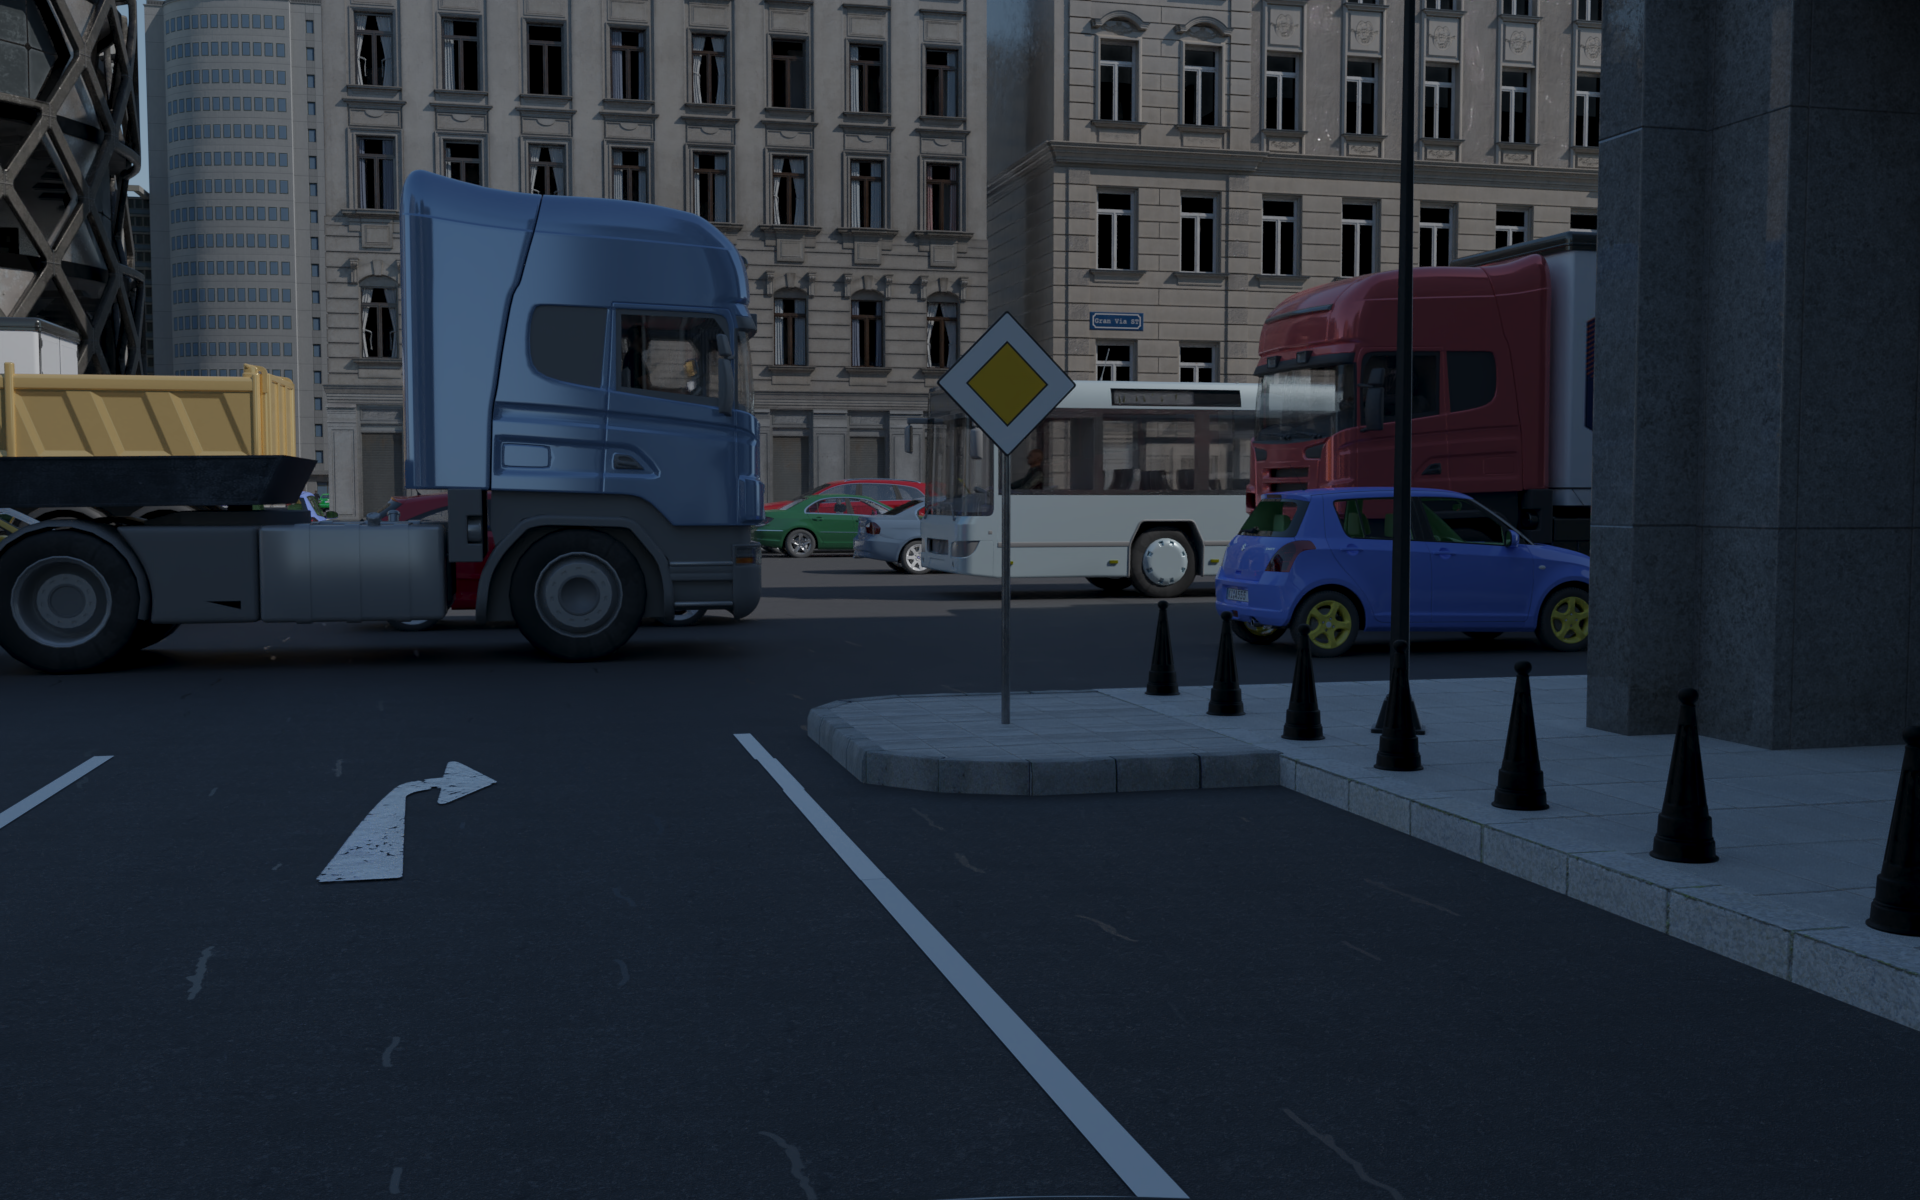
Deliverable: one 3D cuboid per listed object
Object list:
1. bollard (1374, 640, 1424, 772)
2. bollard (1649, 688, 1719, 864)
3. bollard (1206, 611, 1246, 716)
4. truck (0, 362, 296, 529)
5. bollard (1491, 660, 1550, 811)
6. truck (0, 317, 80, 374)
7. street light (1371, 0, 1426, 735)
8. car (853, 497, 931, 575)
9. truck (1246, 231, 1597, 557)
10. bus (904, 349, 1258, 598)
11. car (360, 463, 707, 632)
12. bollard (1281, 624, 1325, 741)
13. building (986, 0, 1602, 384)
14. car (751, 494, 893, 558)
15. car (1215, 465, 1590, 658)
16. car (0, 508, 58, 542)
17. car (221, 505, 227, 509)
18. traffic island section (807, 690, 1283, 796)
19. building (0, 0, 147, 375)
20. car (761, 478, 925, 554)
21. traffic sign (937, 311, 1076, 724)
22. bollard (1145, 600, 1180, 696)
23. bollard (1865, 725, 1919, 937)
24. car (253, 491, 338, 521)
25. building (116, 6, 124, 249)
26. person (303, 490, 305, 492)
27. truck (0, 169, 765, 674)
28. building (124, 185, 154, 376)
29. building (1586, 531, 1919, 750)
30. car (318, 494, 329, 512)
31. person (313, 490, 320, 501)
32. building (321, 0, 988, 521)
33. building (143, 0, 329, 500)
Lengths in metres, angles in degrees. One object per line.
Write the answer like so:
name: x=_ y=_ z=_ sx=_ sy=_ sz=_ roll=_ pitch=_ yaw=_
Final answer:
bollard: x=2.054 y=0.486 z=8.095 sx=0.229 sy=0.601 sz=0.229 roll=0 pitch=3 yaw=0
bollard: x=2.558 y=0.608 z=6.100 sx=0.229 sy=0.601 sz=0.229 roll=0 pitch=3 yaw=0
bollard: x=1.552 y=0.364 z=10.089 sx=0.229 sy=0.601 sz=0.229 roll=0 pitch=3 yaw=0
truck: x=-14.175 y=-1.658 z=23.035 sx=9.791 sy=3.379 sz=3.469 roll=-1 pitch=4 yaw=-13
bollard: x=2.302 y=0.547 z=7.099 sx=0.229 sy=0.601 sz=0.229 roll=0 pitch=3 yaw=0
truck: x=-20.313 y=-2.354 z=27.409 sx=11.283 sy=4.237 sz=2.839 roll=-1 pitch=4 yaw=-14
street light: x=1.848 y=-2.234 z=9.073 sx=1.470 sy=5.913 sz=1.316 roll=-1 pitch=4 yaw=-14
car: x=0.297 y=-1.215 z=31.870 sx=4.499 sy=1.417 sz=2.014 roll=-1 pitch=4 yaw=-13
truck: x=8.335 y=-1.916 z=20.238 sx=11.283 sy=4.237 sz=2.839 roll=-1 pitch=4 yaw=-15
bus: x=5.265 y=-1.873 z=25.490 sx=13.247 sy=3.499 sz=2.948 roll=-1 pitch=4 yaw=-14
car: x=-4.496 y=-0.620 z=19.171 sx=4.494 sy=1.783 sz=2.155 roll=-1 pitch=4 yaw=-13
bollard: x=1.805 y=0.425 z=9.094 sx=0.229 sy=0.601 sz=0.229 roll=0 pitch=3 yaw=0
building: x=12.989 y=-15.887 z=57.020 sx=25.104 sy=27.353 sz=12.463 roll=-1 pitch=4 yaw=-14
car: x=-2.437 y=-1.722 z=39.953 sx=4.920 sy=1.459 sz=2.131 roll=-1 pitch=4 yaw=-13
car: x=4.283 y=-0.403 z=16.184 sx=3.694 sy=1.707 sz=1.945 roll=-1 pitch=4 yaw=-13
car: x=-10.520 y=-0.496 z=18.339 sx=3.980 sy=1.641 sz=2.015 roll=-1 pitch=4 yaw=-15
car: x=-58.642 y=-7.707 z=138.587 sx=1.945 sy=1.354 sz=3.894 roll=-1 pitch=4 yaw=-16
traffic island section: x=0.274 y=0.770 z=9.693 sx=2.009 sy=0.180 sz=2.903 roll=-1 pitch=4 yaw=-14
building: x=-32.338 y=-11.131 z=49.442 sx=16.811 sy=18.784 sz=16.820 roll=-1 pitch=4 yaw=-14
car: x=-2.879 y=-2.086 z=42.787 sx=5.304 sy=1.827 sz=2.281 roll=-1 pitch=4 yaw=-14
traffic sign: x=0.253 y=-0.365 z=9.611 sx=0.795 sy=2.450 sz=0.064 roll=-1 pitch=4 yaw=-14
bollard: x=1.299 y=0.302 z=11.098 sx=0.229 sy=0.601 sz=0.229 roll=0 pitch=3 yaw=0
bollard: x=2.805 y=0.669 z=5.102 sx=0.229 sy=0.601 sz=0.229 roll=0 pitch=3 yaw=0
car: x=-12.621 y=-1.384 z=32.227 sx=1.945 sy=1.707 sz=3.694 roll=-1 pitch=4 yaw=-16
building: x=-83.032 y=-33.470 z=136.478 sx=27.495 sy=52.752 sz=28.713 roll=-1 pitch=4 yaw=-14
person: x=-50.683 y=-7.588 z=133.358 sx=0.742 sy=1.727 sz=0.445 roll=-2 pitch=4 yaw=-23
truck: x=-10.362 y=-1.480 z=13.958 sx=18.799 sy=4.110 sz=2.967 roll=-1 pitch=4 yaw=-14
building: x=-105.613 y=-31.257 z=202.939 sx=23.993 sy=40.220 sz=32.217 roll=-1 pitch=4 yaw=-14
building: x=11.691 y=-11.168 z=0.622 sx=12.078 sy=24.808 sz=19.932 roll=-1 pitch=4 yaw=-14
car: x=-50.442 y=-7.964 z=139.013 sx=1.959 sy=1.807 sz=4.718 roll=-1 pitch=4 yaw=-14
person: x=-56.106 y=-8.667 z=150.759 sx=0.990 sy=1.755 sz=0.434 roll=-3 pitch=5 yaw=-42
building: x=-8.913 y=-12.349 z=51.064 sx=18.267 sy=20.994 sz=9.793 roll=-1 pitch=4 yaw=-14
building: x=-78.990 y=-40.461 z=203.529 sx=28.212 sy=58.520 sz=21.231 roll=-1 pitch=4 yaw=-14
